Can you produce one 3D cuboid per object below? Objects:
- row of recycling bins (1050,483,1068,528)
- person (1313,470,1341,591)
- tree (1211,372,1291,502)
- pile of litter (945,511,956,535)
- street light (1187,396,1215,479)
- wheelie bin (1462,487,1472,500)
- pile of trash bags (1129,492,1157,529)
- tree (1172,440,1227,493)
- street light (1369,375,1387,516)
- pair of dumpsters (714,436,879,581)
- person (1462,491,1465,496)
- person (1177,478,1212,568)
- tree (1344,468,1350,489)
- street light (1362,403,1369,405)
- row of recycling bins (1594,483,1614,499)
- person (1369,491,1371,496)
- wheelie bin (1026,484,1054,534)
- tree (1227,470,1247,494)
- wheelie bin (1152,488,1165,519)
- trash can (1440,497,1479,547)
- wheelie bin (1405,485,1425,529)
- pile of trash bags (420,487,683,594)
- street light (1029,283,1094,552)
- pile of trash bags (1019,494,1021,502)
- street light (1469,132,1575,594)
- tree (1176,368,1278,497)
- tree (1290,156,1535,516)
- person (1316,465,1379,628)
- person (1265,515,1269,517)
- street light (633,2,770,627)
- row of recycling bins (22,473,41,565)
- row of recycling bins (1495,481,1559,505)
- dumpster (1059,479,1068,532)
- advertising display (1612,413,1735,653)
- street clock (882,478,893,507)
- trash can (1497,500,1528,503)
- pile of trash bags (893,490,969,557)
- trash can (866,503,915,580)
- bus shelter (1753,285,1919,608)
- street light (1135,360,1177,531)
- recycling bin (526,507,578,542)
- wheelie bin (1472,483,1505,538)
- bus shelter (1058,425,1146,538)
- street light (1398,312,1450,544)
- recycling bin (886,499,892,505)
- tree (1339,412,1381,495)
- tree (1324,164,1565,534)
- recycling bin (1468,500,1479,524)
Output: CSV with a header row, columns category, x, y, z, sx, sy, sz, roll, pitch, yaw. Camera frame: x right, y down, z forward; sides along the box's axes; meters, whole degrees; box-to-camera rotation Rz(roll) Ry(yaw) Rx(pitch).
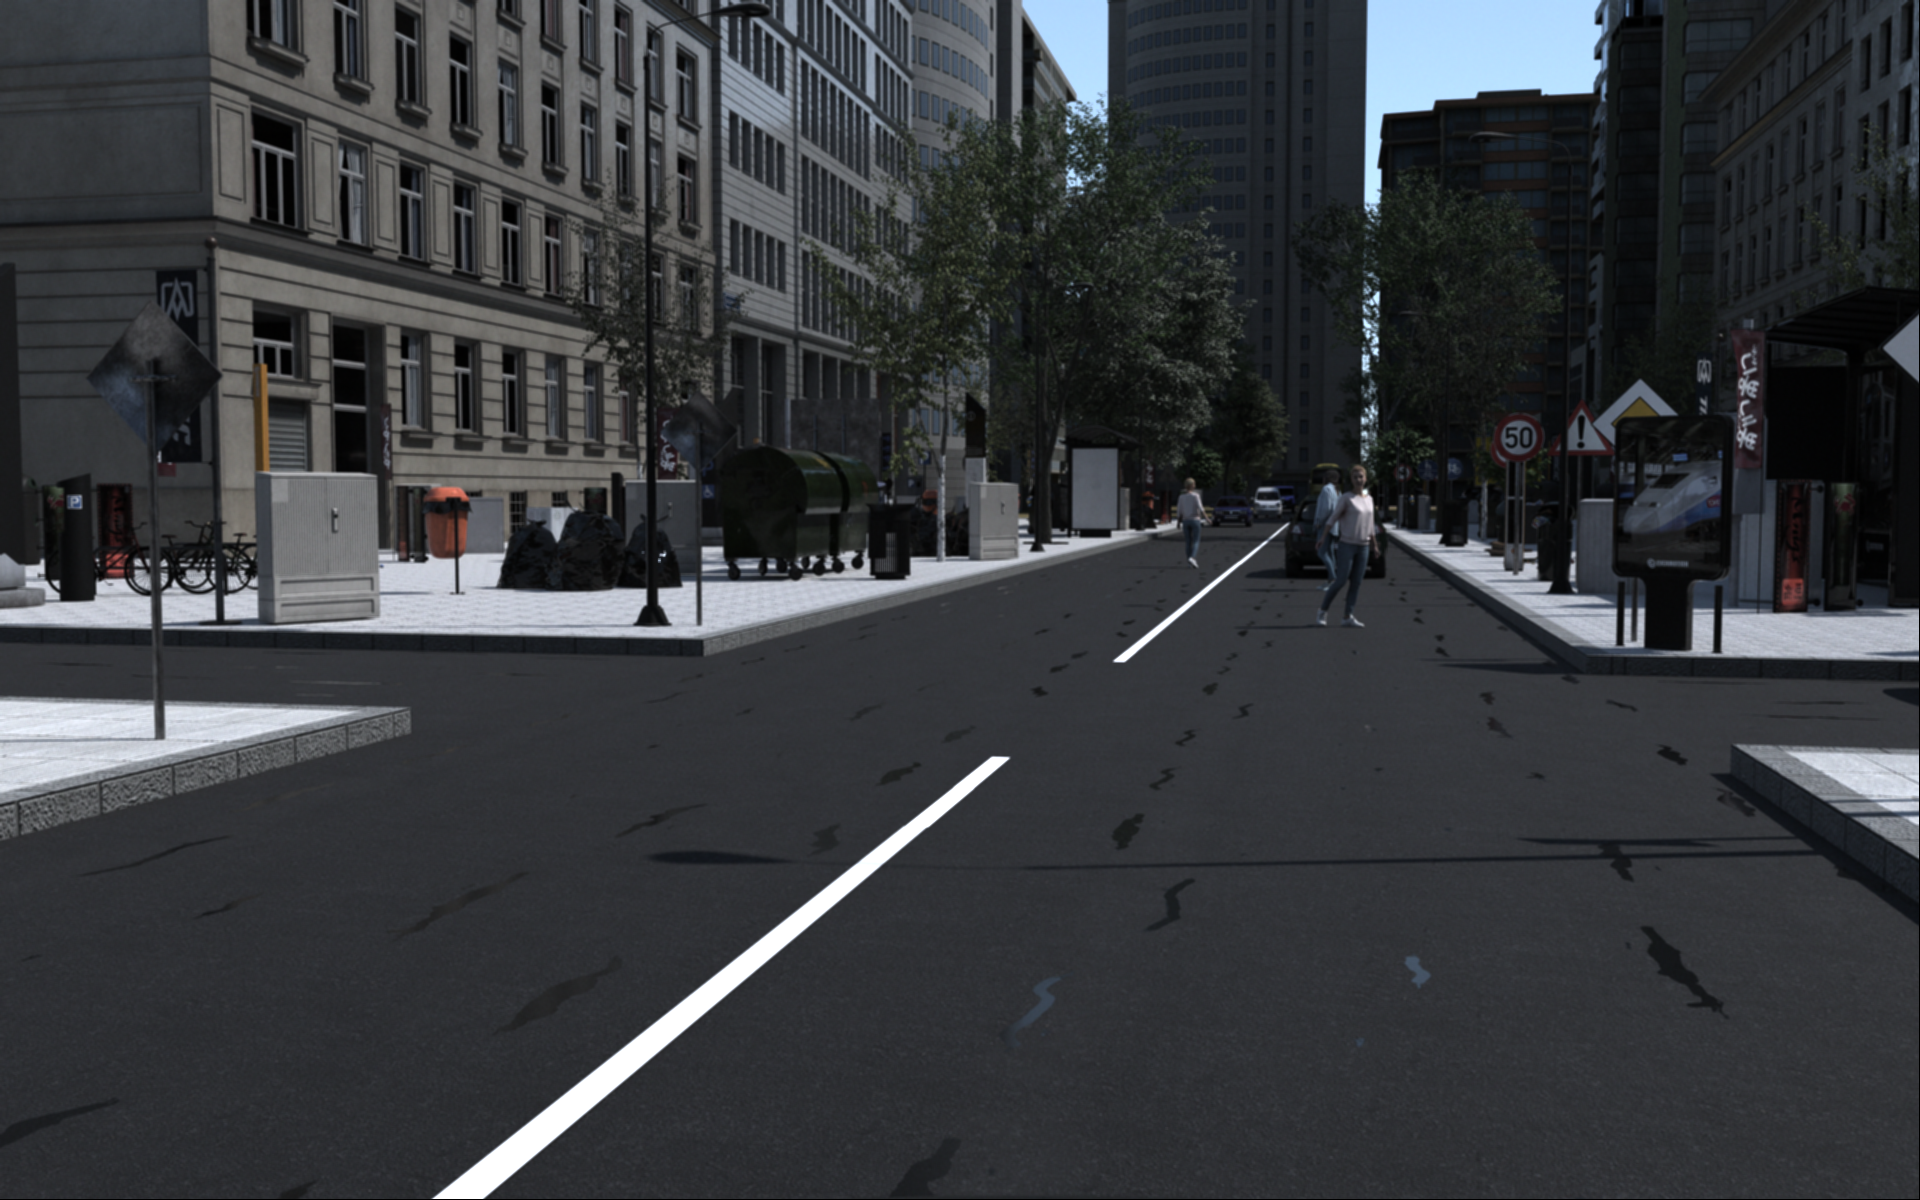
category,x,y,z,sx,sy,sz,roll,pitch,yaw
row of recycling bins,3.933,-3.914,71.110,1.069,1.692,3.534,0,4,7
person,5.491,-1.039,25.749,0.793,1.790,0.793,0,4,-5
tree,27.274,-14.887,161.526,7.486,12.596,7.792,0,3,0
pile of litter,-0.440,-1.808,43.531,1.719,0.858,1.176,-2,4,-29
street light,11.369,-6.710,82.244,1.470,5.913,1.316,1,4,12
wheelie bin,24.452,-4.574,82.692,0.980,1.594,0.693,-2,4,-31
pile of trash bags,6.491,-3.357,64.647,1.912,1.369,3.447,2,4,26
tree,14.574,-7.412,104.893,4.285,4.588,4.351,0,3,0
street light,16.562,-5.749,66.540,1.470,5.913,1.316,1,4,12
pair of dumpsters,-2.556,-1.536,27.603,1.574,2.255,4.437,1,4,12
person,48.523,-9.613,166.616,0.436,1.711,0.756,1,4,18
person,4.527,-1.492,33.568,0.731,1.740,0.598,1,4,18
tree,36.538,-10.673,158.213,4.285,4.588,4.351,0,3,0
street light,21.149,-7.078,88.265,1.470,5.913,1.316,1,4,12
row of recycling bins,24.367,-3.467,63.794,3.534,1.692,1.069,-3,5,-44
person,39.210,-9.573,165.950,0.436,1.711,0.756,3,5,43
wheelie bin,2.628,-2.936,55.913,0.980,1.594,0.693,-3,4,-39
tree,22.613,-8.925,140.531,1.663,3.219,1.824,0,3,0
wheelie bin,10.147,-4.925,88.436,0.980,1.594,0.693,3,5,44
trash can,12.101,-1.876,42.326,0.748,1.137,0.748,0,3,0
wheelie bin,16.601,-3.382,63.208,0.693,1.594,0.980,1,4,12
pile of trash bags,-5.575,-0.829,23.311,3.447,1.369,1.912,-3,5,-43
street light,2.249,-4.023,38.317,1.470,5.913,1.316,1,4,12
pile of trash bags,1.351,-4.563,84.356,3.447,1.369,1.912,-1,4,-23
street light,7.237,-3.044,22.319,1.470,5.913,1.316,1,4,12
tree,18.380,-11.414,121.031,8.767,10.594,7.601,2,4,35
tree,25.354,-14.772,97.417,12.611,20.169,13.585,0,3,0
person,4.092,-0.581,18.672,0.731,1.740,0.598,-3,4,-38
person,18.954,-5.859,107.534,0.697,1.427,0.421,0,4,7
street light,-2.474,-2.696,16.620,1.470,5.913,1.316,1,4,12
row of recycling bins,-17.553,-1.400,30.002,1.069,1.692,3.534,1,4,16
row of recycling bins,18.066,-2.953,55.399,1.069,1.692,3.534,-1,4,-13
dumpster,4.112,-3.290,59.549,1.264,1.857,1.865,1,4,12
advertising display,5.846,-0.552,14.245,0.123,1.923,0.974,-3,4,-39
street clock,-3.243,-4.478,77.778,0.471,2.002,0.358,1,4,11
trash can,13.858,-1.947,43.481,0.748,1.137,0.748,0,3,0
pile of trash bags,-0.434,-1.661,36.908,1.912,1.369,3.447,-1,4,-10
trash can,-1.051,-0.881,26.058,0.748,1.137,0.748,0,3,0
bus shelter,11.673,-1.904,22.407,1.731,3.624,6.357,1,4,12
street light,6.815,-5.358,60.145,1.470,5.913,1.316,1,4,12
recycling bin,-7.807,-1.263,33.197,0.722,1.027,0.722,3,4,36
wheelie bin,15.450,-2.596,50.347,0.693,1.594,0.980,2,4,31
bus shelter,4.435,-3.641,53.451,2.014,3.302,5.546,1,4,12
street light,11.864,-4.382,44.190,1.470,5.913,1.316,1,4,12
recycling bin,-3.644,-4.213,81.444,0.722,1.027,0.722,2,4,25
tree,35.473,-12.285,151.222,4.360,8.622,3.978,0,3,0
tree,15.369,-7.942,55.612,9.928,11.665,9.643,0,3,0
recycling bin,22.027,-3.802,74.714,0.722,1.027,0.722,1,4,18
